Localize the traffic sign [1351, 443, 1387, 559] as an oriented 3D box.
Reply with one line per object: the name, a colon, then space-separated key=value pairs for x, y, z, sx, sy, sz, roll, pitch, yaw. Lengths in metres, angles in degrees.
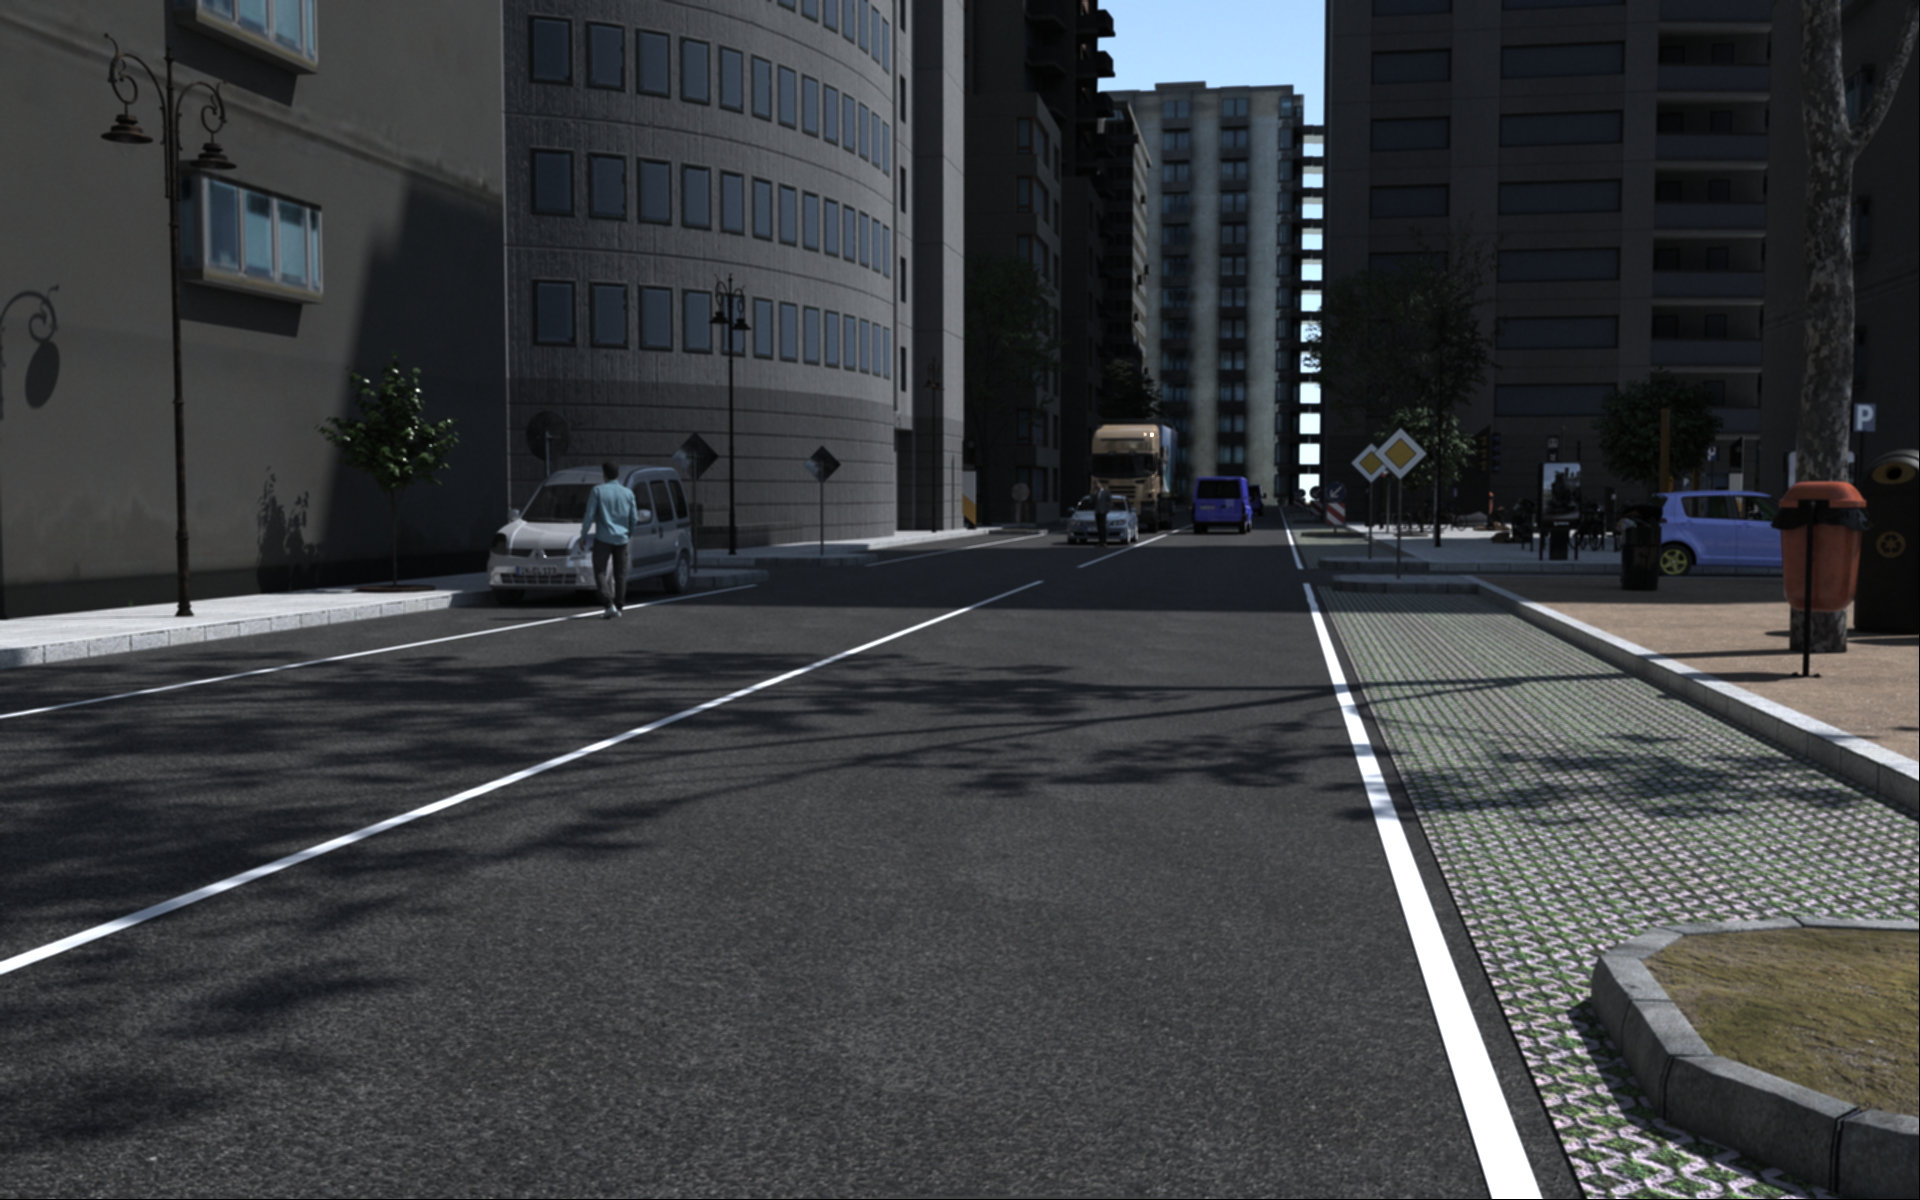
traffic sign: x=8.048 y=-1.853 z=33.944 sx=0.795 sy=2.450 sz=0.064 roll=1 pitch=4 yaw=10

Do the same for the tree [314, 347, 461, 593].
tree: x=-7.366 y=-1.729 z=22.875 sx=1.663 sy=3.219 sz=1.824 roll=0 pitch=3 yaw=0

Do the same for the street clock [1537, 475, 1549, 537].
street clock: x=17.523 y=-2.890 z=51.823 sx=0.471 sy=2.002 sz=0.358 roll=0 pitch=3 yaw=0

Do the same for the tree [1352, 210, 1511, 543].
tree: x=12.552 y=-5.829 z=45.671 sx=4.360 sy=8.622 sz=3.978 roll=0 pitch=3 yaw=0

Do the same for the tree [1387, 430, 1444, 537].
tree: x=13.862 y=-3.548 z=52.618 sx=1.663 sy=3.219 sz=1.824 roll=0 pitch=3 yaw=0

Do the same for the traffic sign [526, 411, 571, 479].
traffic sign: x=-6.318 y=-1.616 z=26.534 sx=0.768 sy=2.556 sz=0.104 roll=1 pitch=4 yaw=16

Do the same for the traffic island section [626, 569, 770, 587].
traffic island section: x=-4.319 y=-0.359 z=28.154 sx=2.009 sy=0.180 sz=2.903 roll=1 pitch=4 yaw=10

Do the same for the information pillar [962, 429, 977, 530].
information pillar: x=0.341 y=-4.358 z=62.615 sx=0.504 sy=3.616 sz=0.183 roll=1 pitch=4 yaw=11

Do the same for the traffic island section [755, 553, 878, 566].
traffic island section: x=-2.888 y=-0.840 z=36.010 sx=2.009 sy=0.180 sz=2.903 roll=1 pitch=4 yaw=10

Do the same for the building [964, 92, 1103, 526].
building: x=-7.701 y=-15.072 z=91.462 sx=27.650 sy=21.520 sz=28.899 roll=1 pitch=4 yaw=10

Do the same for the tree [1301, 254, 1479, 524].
tree: x=18.393 y=-9.092 z=74.403 sx=9.928 sy=11.665 sz=9.643 roll=0 pitch=3 yaw=0

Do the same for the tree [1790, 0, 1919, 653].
tree: x=6.036 y=-9.575 z=12.439 sx=12.611 sy=20.169 sz=13.585 roll=0 pitch=3 yaw=0

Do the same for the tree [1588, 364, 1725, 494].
tree: x=17.636 y=-3.688 z=44.006 sx=4.285 sy=4.588 sz=4.351 roll=0 pitch=3 yaw=0

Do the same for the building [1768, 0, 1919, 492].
building: x=75.479 y=-32.959 z=162.584 sx=21.600 sy=48.544 sz=21.300 roll=1 pitch=4 yaw=10

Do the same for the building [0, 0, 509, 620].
building: x=-19.872 y=-24.195 z=19.284 sx=21.600 sy=48.544 sz=21.300 roll=1 pitch=4 yaw=10

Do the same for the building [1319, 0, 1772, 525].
building: x=29.688 y=-33.509 z=89.867 sx=21.231 sy=58.520 sz=28.212 roll=1 pitch=4 yaw=10

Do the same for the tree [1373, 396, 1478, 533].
tree: x=15.356 y=-4.502 z=57.323 sx=4.285 sy=4.588 sz=4.351 roll=0 pitch=3 yaw=0

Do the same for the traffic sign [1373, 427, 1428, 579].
traffic sign: x=6.618 y=-1.373 z=26.087 sx=0.795 sy=2.450 sz=0.064 roll=1 pitch=4 yaw=10

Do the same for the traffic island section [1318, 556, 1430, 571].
traffic island section: x=8.073 y=-0.718 z=34.016 sx=2.009 sy=0.180 sz=2.903 roll=1 pitch=4 yaw=10

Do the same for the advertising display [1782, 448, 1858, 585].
advertising display: x=12.084 y=-1.172 z=24.370 sx=0.974 sy=1.923 sz=0.123 roll=0 pitch=4 yaw=4

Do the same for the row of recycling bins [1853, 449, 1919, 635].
row of recycling bins: x=9.198 y=-0.474 z=14.857 sx=1.069 sy=1.692 sz=3.534 roll=-1 pitch=4 yaw=-16

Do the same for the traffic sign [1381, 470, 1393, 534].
traffic sign: x=13.622 y=-3.364 z=55.103 sx=0.768 sy=2.556 sz=0.104 roll=1 pitch=4 yaw=13

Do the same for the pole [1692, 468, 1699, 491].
pole: x=22.286 y=-3.586 z=52.472 sx=0.158 sy=3.312 sz=0.155 roll=0 pitch=3 yaw=0

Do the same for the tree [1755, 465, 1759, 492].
tree: x=44.740 y=-6.236 z=96.563 sx=1.663 sy=3.219 sz=1.824 roll=0 pitch=3 yaw=0

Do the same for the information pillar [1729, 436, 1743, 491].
information pillar: x=31.128 y=-4.777 z=69.462 sx=0.504 sy=3.616 sz=0.183 roll=2 pitch=4 yaw=35

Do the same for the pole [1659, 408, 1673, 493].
pole: x=16.726 y=-2.893 z=41.136 sx=0.158 sy=3.312 sz=0.155 roll=0 pitch=3 yaw=0

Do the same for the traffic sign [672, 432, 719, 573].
traffic sign: x=-4.294 y=-1.495 z=28.088 sx=0.795 sy=2.450 sz=0.064 roll=1 pitch=4 yaw=10

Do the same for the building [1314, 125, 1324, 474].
building: x=55.876 y=-35.447 z=199.174 sx=30.456 sy=49.044 sz=23.786 roll=1 pitch=4 yaw=10

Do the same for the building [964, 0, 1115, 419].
building: x=-0.467 y=-28.849 z=126.302 sx=22.147 sy=44.769 sz=28.867 roll=1 pitch=4 yaw=10

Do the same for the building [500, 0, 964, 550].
building: x=-12.689 y=-31.133 z=51.016 sx=21.231 sy=58.520 sz=28.212 roll=1 pitch=4 yaw=10

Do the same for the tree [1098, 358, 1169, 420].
tree: x=13.899 y=-13.892 z=145.257 sx=7.486 sy=12.596 sz=7.792 roll=0 pitch=3 yaw=0

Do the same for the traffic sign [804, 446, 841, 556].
traffic sign: x=-2.864 y=-1.976 z=35.944 sx=0.795 sy=2.450 sz=0.064 roll=1 pitch=4 yaw=10

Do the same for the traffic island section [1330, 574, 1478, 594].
traffic island section: x=6.642 y=-0.237 z=26.160 sx=2.009 sy=0.180 sz=2.903 roll=1 pitch=4 yaw=10

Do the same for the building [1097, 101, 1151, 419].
building: x=6.204 y=-29.250 z=170.118 sx=23.993 sy=40.220 sz=32.217 roll=1 pitch=4 yaw=10

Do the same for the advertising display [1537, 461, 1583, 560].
advertising display: x=11.634 y=-1.737 z=33.611 sx=0.974 sy=1.923 sz=0.123 roll=-1 pitch=4 yaw=-21

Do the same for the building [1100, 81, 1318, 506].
building: x=25.841 y=-35.756 z=204.223 sx=30.456 sy=49.044 sz=23.786 roll=1 pitch=4 yaw=10

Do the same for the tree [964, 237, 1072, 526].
tree: x=0.966 y=-8.802 z=69.665 sx=9.928 sy=11.665 sz=9.643 roll=0 pitch=3 yaw=0
